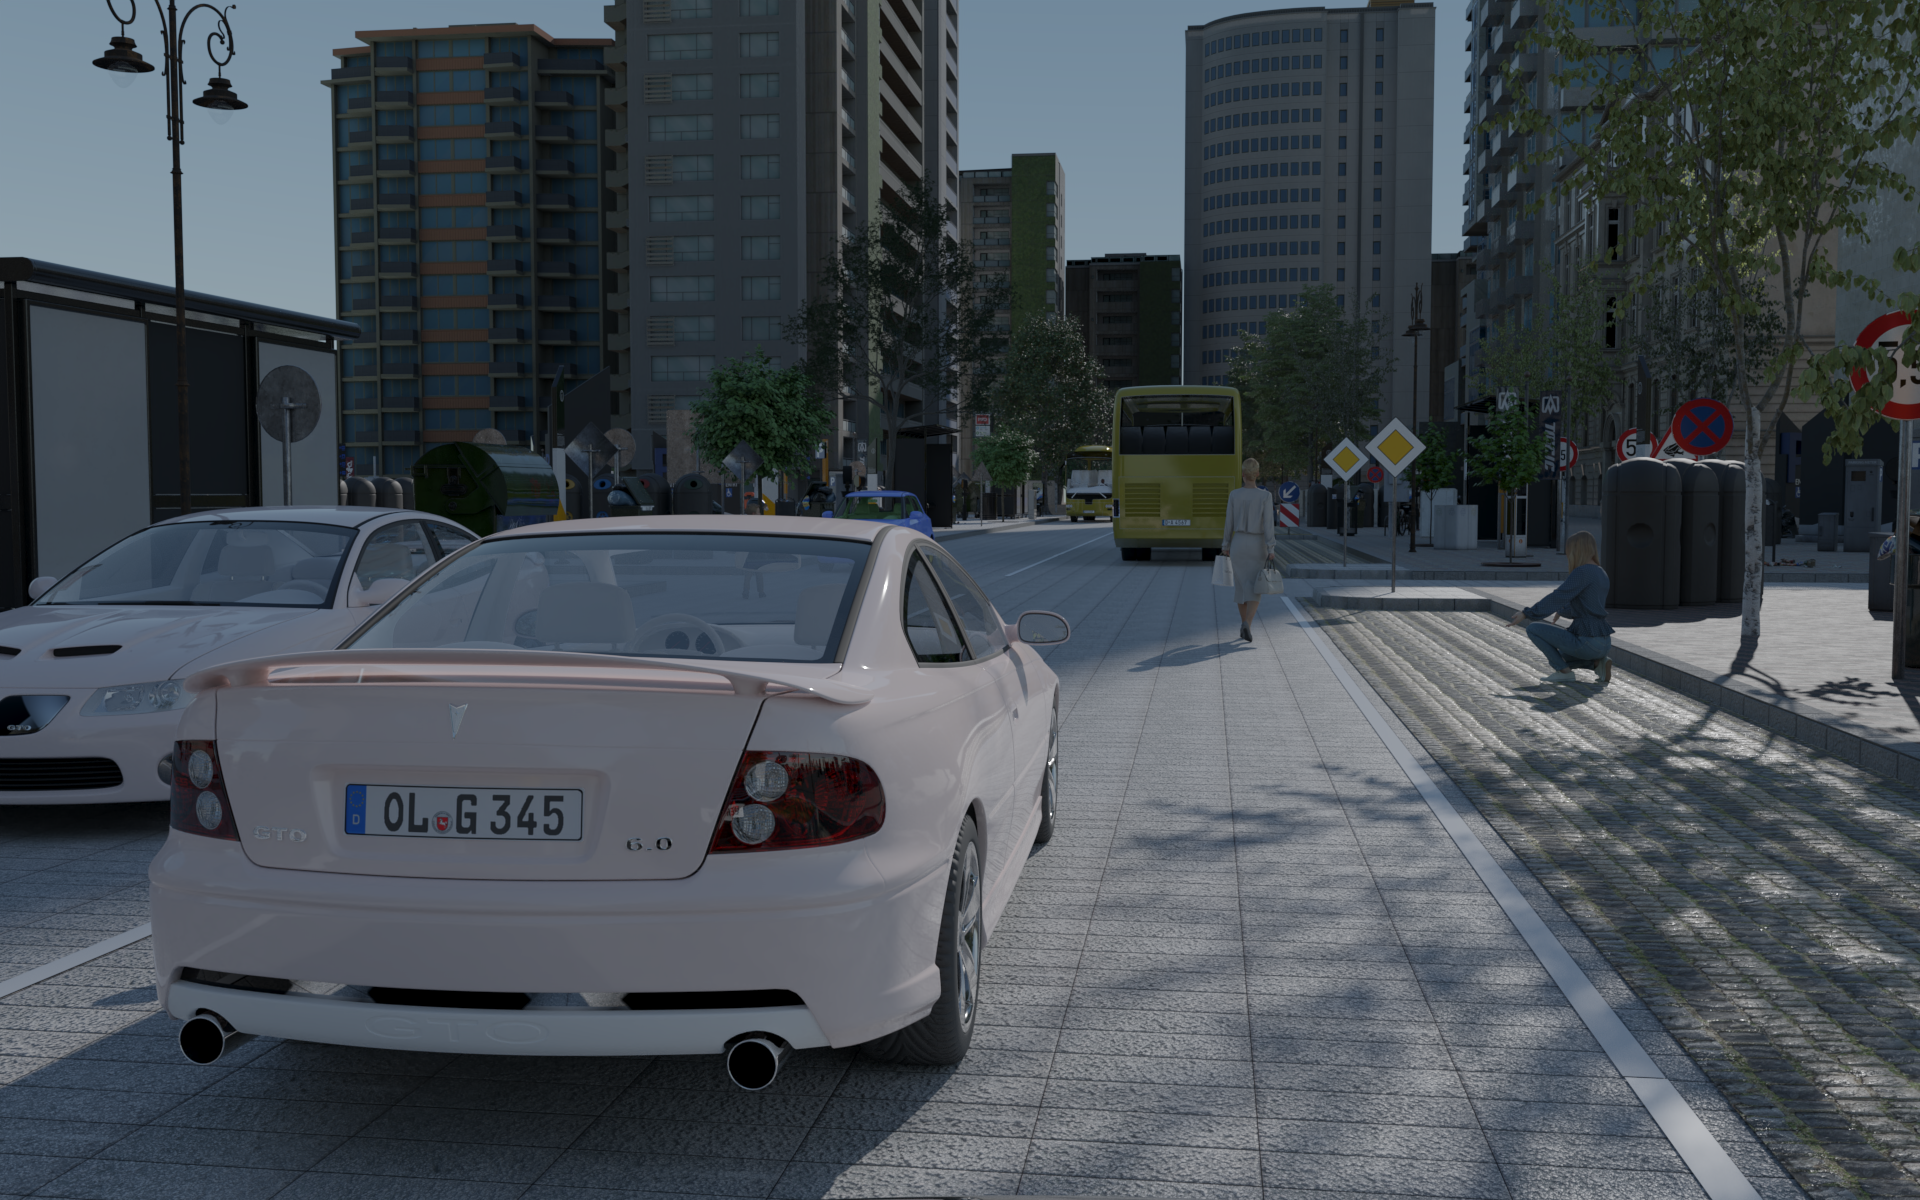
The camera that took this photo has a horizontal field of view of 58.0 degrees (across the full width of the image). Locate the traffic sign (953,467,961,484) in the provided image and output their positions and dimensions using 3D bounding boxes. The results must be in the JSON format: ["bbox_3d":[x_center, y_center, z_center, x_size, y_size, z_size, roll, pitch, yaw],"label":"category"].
[{"bbox_3d":[-0.329,-4.167,69.318,0.795,2.450,0.064,1,4,17],"label":"traffic sign"}]

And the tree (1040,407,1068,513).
[{"bbox_3d":[6.820,-10.276,118.368,4.360,8.622,3.978,0,3,0],"label":"tree"}]

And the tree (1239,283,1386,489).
[{"bbox_3d":[18.937,-10.704,93.140,7.486,12.596,7.792,0,3,0],"label":"tree"}]

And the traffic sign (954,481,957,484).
[{"bbox_3d":[-0.484,-5.755,94.202,0.768,2.556,0.104,1,4,9],"label":"traffic sign"}]

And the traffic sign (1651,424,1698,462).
[{"bbox_3d":[12.185,-1.808,29.560,0.884,2.594,0.081,1,4,8],"label":"traffic sign"}]

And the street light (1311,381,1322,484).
[{"bbox_3d":[14.665,-6.022,71.245,0.468,5.910,1.993,0,4,8],"label":"street light"}]

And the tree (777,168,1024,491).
[{"bbox_3d":[-1.825,-7.037,49.463,7.601,10.594,8.767,1,4,17],"label":"tree"}]

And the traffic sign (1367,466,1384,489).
[{"bbox_3d":[19.117,-4.873,79.771,0.768,2.556,0.104,1,4,13],"label":"traffic sign"}]

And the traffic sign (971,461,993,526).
[{"bbox_3d":[0.857,-4.203,68.719,0.884,2.594,0.081,1,4,14],"label":"traffic sign"}]

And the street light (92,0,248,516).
[{"bbox_3d":[-6.799,-2.588,15.102,0.468,5.910,1.993,0,4,8],"label":"street light"}]

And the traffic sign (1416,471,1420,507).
[{"bbox_3d":[18.334,-4.234,69.227,0.884,2.594,0.081,1,4,9],"label":"traffic sign"}]

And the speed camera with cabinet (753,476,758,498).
[{"bbox_3d":[-8.122,-4.729,71.652,0.660,3.252,2.038,-1,4,-13],"label":"speed camera with cabinet"}]

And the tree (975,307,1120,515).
[{"bbox_3d":[5.257,-11.570,106.178,9.611,12.733,9.660,0,3,0],"label":"tree"}]

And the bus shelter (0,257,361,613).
[{"bbox_3d":[-8.987,-2.404,16.939,2.179,5.291,8.768,1,4,8],"label":"bus shelter"}]

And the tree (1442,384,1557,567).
[{"bbox_3d":[9.684,-2.215,30.809,1.663,3.219,1.824,0,3,0],"label":"tree"}]

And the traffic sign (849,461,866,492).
[{"bbox_3d":[-3.983,-4.062,66.519,0.768,2.556,0.104,1,4,16],"label":"traffic sign"}]

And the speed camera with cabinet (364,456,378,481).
[{"bbox_3d":[-30.635,-5.944,91.513,0.660,3.252,2.038,1,4,17],"label":"speed camera with cabinet"}]

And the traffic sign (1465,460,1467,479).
[{"bbox_3d":[15.101,-2.978,50.824,0.606,2.300,0.079,1,4,15],"label":"traffic sign"}]

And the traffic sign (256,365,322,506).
[{"bbox_3d":[-6.646,-1.041,17.125,0.768,2.556,0.104,1,4,18],"label":"traffic sign"}]

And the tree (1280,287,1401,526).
[{"bbox_3d":[13.431,-6.751,60.739,4.360,8.622,3.978,0,3,0],"label":"tree"}]

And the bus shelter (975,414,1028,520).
[{"bbox_3d":[2.213,-6.821,89.163,2.179,5.291,8.768,0,4,8],"label":"bus shelter"}]

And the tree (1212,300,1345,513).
[{"bbox_3d":[21.672,-12.775,115.521,9.857,13.997,8.962,0,3,0],"label":"tree"}]

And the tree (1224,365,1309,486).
[{"bbox_3d":[24.178,-12.931,137.172,9.928,11.665,9.643,0,3,0],"label":"tree"}]

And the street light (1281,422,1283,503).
[{"bbox_3d":[19.354,-8.024,103.981,0.468,5.910,1.993,0,4,8],"label":"street light"}]

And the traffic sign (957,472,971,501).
[{"bbox_3d":[0.190,-5.457,90.405,0.795,2.450,0.064,1,4,12],"label":"traffic sign"}]

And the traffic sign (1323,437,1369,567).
[{"bbox_3d":[6.776,-1.640,30.451,0.795,2.450,0.064,0,4,8],"label":"traffic sign"}]

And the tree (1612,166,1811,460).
[{"bbox_3d":[16.197,-5.309,37.171,4.360,8.622,3.978,0,3,0],"label":"tree"}]

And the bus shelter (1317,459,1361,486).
[{"bbox_3d":[18.188,-5.443,82.918,2.014,3.302,5.546,1,4,8],"label":"bus shelter"}]

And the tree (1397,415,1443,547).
[{"bbox_3d":[11.403,-2.922,42.384,1.663,3.219,1.824,0,3,0],"label":"tree"}]

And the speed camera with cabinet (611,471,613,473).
[{"bbox_3d":[-14.202,-4.360,65.627,2.038,3.252,0.660,0,4,5],"label":"speed camera with cabinet"}]

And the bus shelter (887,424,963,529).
[{"bbox_3d":[-1.198,-4.277,61.217,1.731,3.624,6.357,1,4,8],"label":"bus shelter"}]

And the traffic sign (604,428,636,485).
[{"bbox_3d":[-6.612,-2.036,33.401,0.768,2.556,0.104,1,4,14],"label":"traffic sign"}]

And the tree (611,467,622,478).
[{"bbox_3d":[-20.062,-6.312,97.806,1.663,3.219,1.824,0,3,0],"label":"tree"}]

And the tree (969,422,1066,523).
[{"bbox_3d":[2.034,-5.813,78.748,4.285,4.588,4.351,0,3,0],"label":"tree"}]

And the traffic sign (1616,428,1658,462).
[{"bbox_3d":[12.964,-2.026,33.231,0.768,2.556,0.104,1,4,11],"label":"traffic sign"}]

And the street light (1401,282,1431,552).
[{"bbox_3d":[9.973,-3.988,37.987,0.468,5.910,1.993,0,4,8],"label":"street light"}]

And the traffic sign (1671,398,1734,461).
[{"bbox_3d":[9.826,-1.399,22.986,0.768,2.556,0.104,1,4,17],"label":"traffic sign"}]

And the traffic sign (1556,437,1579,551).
[{"bbox_3d":[13.402,-2.362,38.726,0.768,2.556,0.104,1,4,11],"label":"traffic sign"}]

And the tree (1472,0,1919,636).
[{"bbox_3d":[7.001,-3.976,15.377,4.737,8.622,4.395,0,3,0],"label":"tree"}]

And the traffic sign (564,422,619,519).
[{"bbox_3d":[-5.131,-1.251,24.093,0.795,2.450,0.064,0,4,8],"label":"traffic sign"}]

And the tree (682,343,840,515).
[{"bbox_3d":[-4.342,-3.295,37.586,4.285,4.588,4.351,0,3,0],"label":"tree"}]

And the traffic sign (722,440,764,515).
[{"bbox_3d":[-4.007,-1.734,31.998,0.795,2.450,0.064,0,4,8],"label":"traffic sign"}]

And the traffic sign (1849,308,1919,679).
[{"bbox_3d":[6.520,-0.725,11.960,0.768,2.556,0.104,1,4,18],"label":"traffic sign"}]

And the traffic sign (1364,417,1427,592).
[{"bbox_3d":[5.652,-1.156,22.545,0.795,2.450,0.064,0,4,8],"label":"traffic sign"}]

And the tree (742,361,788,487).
[{"bbox_3d":[-11.035,-8.884,95.619,4.360,8.622,3.978,0,3,0],"label":"tree"}]

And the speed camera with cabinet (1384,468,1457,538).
[{"bbox_3d":[13.576,-3.468,51.033,2.038,3.252,0.660,1,4,22],"label":"speed camera with cabinet"}]

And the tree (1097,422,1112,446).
[{"bbox_3d":[15.133,-13.656,173.633,4.360,8.622,3.978,0,3,0],"label":"tree"}]

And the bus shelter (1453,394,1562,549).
[{"bbox_3d":[13.773,-3.213,43.818,1.731,3.624,6.357,1,4,8],"label":"bus shelter"}]

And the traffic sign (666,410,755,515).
[{"bbox_3d":[-6.000,-2.920,41.619,2.265,3.308,0.079,1,4,15],"label":"traffic sign"}]
